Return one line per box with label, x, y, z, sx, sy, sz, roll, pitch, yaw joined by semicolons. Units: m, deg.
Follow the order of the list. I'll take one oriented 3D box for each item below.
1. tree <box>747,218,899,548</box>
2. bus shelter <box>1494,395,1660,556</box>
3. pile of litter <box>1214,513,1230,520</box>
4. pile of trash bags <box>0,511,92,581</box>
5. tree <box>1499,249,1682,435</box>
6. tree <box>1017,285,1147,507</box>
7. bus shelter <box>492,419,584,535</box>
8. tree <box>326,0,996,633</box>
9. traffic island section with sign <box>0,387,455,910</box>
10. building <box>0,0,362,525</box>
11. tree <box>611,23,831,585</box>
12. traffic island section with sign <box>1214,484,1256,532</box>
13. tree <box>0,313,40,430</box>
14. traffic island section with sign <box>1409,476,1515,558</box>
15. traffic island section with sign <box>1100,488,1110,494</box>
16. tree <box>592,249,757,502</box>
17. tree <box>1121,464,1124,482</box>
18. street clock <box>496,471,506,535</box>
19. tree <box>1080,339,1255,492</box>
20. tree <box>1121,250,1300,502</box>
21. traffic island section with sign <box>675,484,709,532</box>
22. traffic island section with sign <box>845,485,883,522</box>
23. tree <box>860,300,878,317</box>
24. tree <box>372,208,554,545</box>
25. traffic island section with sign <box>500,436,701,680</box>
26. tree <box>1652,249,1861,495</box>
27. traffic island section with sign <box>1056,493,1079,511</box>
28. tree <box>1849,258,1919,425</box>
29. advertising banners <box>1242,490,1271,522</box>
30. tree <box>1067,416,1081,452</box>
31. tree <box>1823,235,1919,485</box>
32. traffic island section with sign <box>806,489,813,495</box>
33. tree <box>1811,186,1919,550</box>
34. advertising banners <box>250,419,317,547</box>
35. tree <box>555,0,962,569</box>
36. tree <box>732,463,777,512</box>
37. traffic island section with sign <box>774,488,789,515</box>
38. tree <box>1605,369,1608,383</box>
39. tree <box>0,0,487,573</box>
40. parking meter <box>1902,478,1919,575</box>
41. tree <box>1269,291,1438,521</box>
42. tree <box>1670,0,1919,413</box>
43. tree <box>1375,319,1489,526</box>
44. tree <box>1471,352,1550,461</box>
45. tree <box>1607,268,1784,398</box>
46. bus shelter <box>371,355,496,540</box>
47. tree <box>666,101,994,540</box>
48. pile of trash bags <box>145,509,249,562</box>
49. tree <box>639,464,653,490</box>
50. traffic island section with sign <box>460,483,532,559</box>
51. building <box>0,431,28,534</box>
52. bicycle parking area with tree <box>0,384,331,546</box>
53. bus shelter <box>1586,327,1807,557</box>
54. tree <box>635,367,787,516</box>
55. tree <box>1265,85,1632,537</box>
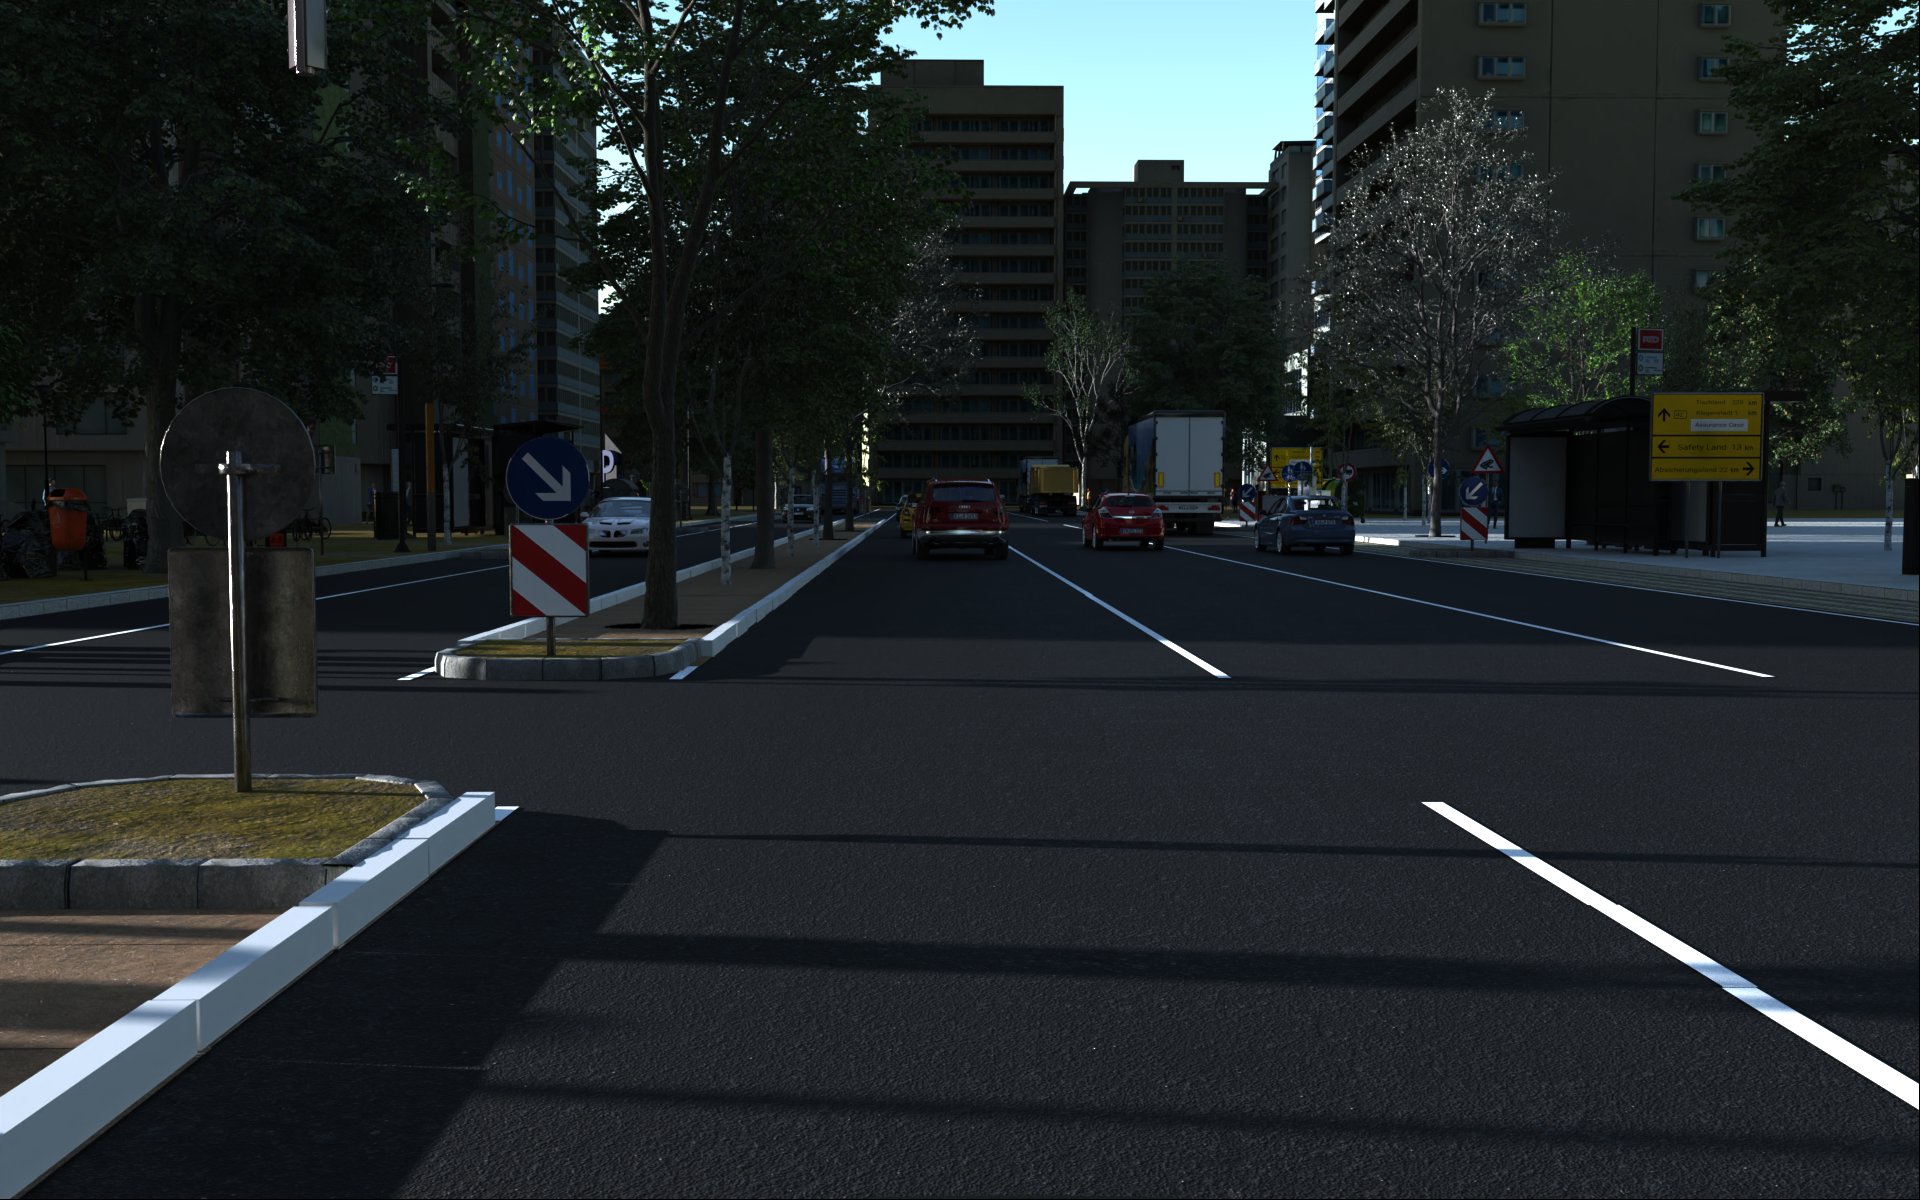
tree;-3.718;-5.631;44.887;4.737;8.622;4.395;0;3;0
bus shelter;13.723;-2.719;38.384;2.014;3.302;5.546;0;4;-1
pile of litter;12.872;-4.419;86.209;1.176;0.858;1.719;1;4;17
pile of trash bags;-14.353;-0.999;26.087;3.447;1.369;1.912;2;4;26
tree;27.065;-9.104;74.601;9.928;11.665;9.643;0;3;0
tree;11.512;-18.328;155.557;12.611;20.169;13.585;0;3;0
bus shelter;-13.921;-4.049;57.479;1.731;3.624;6.357;0;4;-1
tree;-3.067;-5.487;17.929;9.928;11.665;9.643;0;3;0
traffic island section with sign;-3.094;0.077;6.870;2.006;1.907;1.989;0;4;-1
building;-33.291;-23.527;68.256;14.154;41.232;14.086;0;4;-1
tree;-3.702;-4.550;27.219;4.360;8.622;3.978;0;3;0
traffic island section with sign;10.777;-3.539;66.490;1.989;1.847;2.006;0;4;-1
tree;-12.571;-2.215;19.926;4.285;4.588;4.351;0;3;0
traffic island section with sign;11.378;-1.891;39.542;1.989;1.847;2.006;0;4;-1
traffic island section with sign;9.645;-6.667;117.635;1.989;1.847;2.006;0;4;-1
tree;-14.406;-11.266;90.847;9.857;13.997;8.962;0;3;0
tree;12.713;-8.242;118.464;4.285;4.588;4.351;0;3;0
street clock;-14.223;-3.024;54.014;0.471;2.002;0.358;-1;4;-13
tree;13.105;-10.280;102.492;8.767;10.594;7.601;-2;4;-34
tree;12.788;-11.169;89.265;9.857;13.997;8.962;0;3;0
traffic island section with sign;-10.647;-3.511;66.028;1.989;1.847;2.006;0;4;-1
traffic island section with sign;-4.917;-4.970;89.396;2.006;1.907;1.989;0;4;-1
tree;-3.856;-5.286;39.241;4.360;8.622;3.978;0;3;0
tree;-12.625;-5.677;43.180;4.360;8.622;3.978;0;3;0
traffic island section with sign;-3.248;-0.375;14.276;2.006;1.907;1.989;0;4;-1
tree;36.846;-10.024;80.907;9.611;12.733;9.660;0;3;0
traffic island section with sign;9.028;-8.361;145.326;1.989;1.847;2.006;0;4;-1
tree;38.202;-8.576;65.976;9.928;11.665;9.643;0;3;0
advertising banners;14.133;-5.201;81.232;2.074;3.025;0.090;-1;4;-22
tree;12.333;-12.348;136.302;8.767;10.594;7.601;1;4;15
tree;25.833;-5.918;47.118;4.737;8.622;4.395;0;3;0
traffic island section with sign;-12.350;-8.245;143.432;1.989;1.847;2.006;0;4;-1
tree;21.081;-5.426;39.078;4.360;8.622;3.978;0;3;0
advertising banners;-15.794;-2.669;39.828;2.074;3.025;0.090;-3;5;-41
tree;-3.849;-6.882;33.108;7.486;12.596;7.792;0;3;0
tree;-15.330;-8.827;128.029;4.285;4.588;4.351;0;3;0
traffic island section with sign;-11.740;-6.597;116.484;1.989;1.847;2.006;0;4;-1
tree;26.811;-7.021;65.153;4.360;8.622;3.978;0;3;0
tree;-12.881;-7.419;27.962;9.857;13.997;8.962;0;3;0
parking meter;15.230;-1.172;27.570;0.372;1.533;0.369;0;3;0
tree;13.362;-6.767;61.011;4.737;8.622;4.395;0;3;0
tree;14.372;-6.558;25.346;7.486;12.596;7.792;0;3;0
tree;20.405;-7.677;75.877;4.360;8.622;3.978;0;3;0
tree;27.997;-8.363;87.099;4.737;8.622;4.395;0;3;0
tree;24.395;-6.509;56.780;4.360;8.622;3.978;0;3;0
bus shelter;-15.969;-4.596;52.778;2.179;5.291;8.768;0;4;-1
tree;-4.052;-8.585;53.190;12.009;13.543;11.850;0;3;0
pile of trash bags;-13.972;-1.243;30.082;3.447;1.369;1.912;-1;4;-12
tree;-14.166;-5.365;82.323;1.663;3.219;1.824;0;3;0
traffic island section with sign;-10.045;-1.862;39.080;1.989;1.847;2.006;0;4;-1
building;-42.052;-21.359;41.099;32.217;40.220;23.993;0;4;-1
bicycle parking area with tree;-21.484;-3.568;45.342;8.231;4.147;9.016;1;4;15
bus shelter;15.996;-3.775;39.352;2.179;5.291;8.768;0;4;-1
tree;-14.867;-11.373;102.956;9.611;12.733;9.660;0;3;0
tree;14.378;-8.630;51.471;12.009;13.543;11.850;0;3;0
